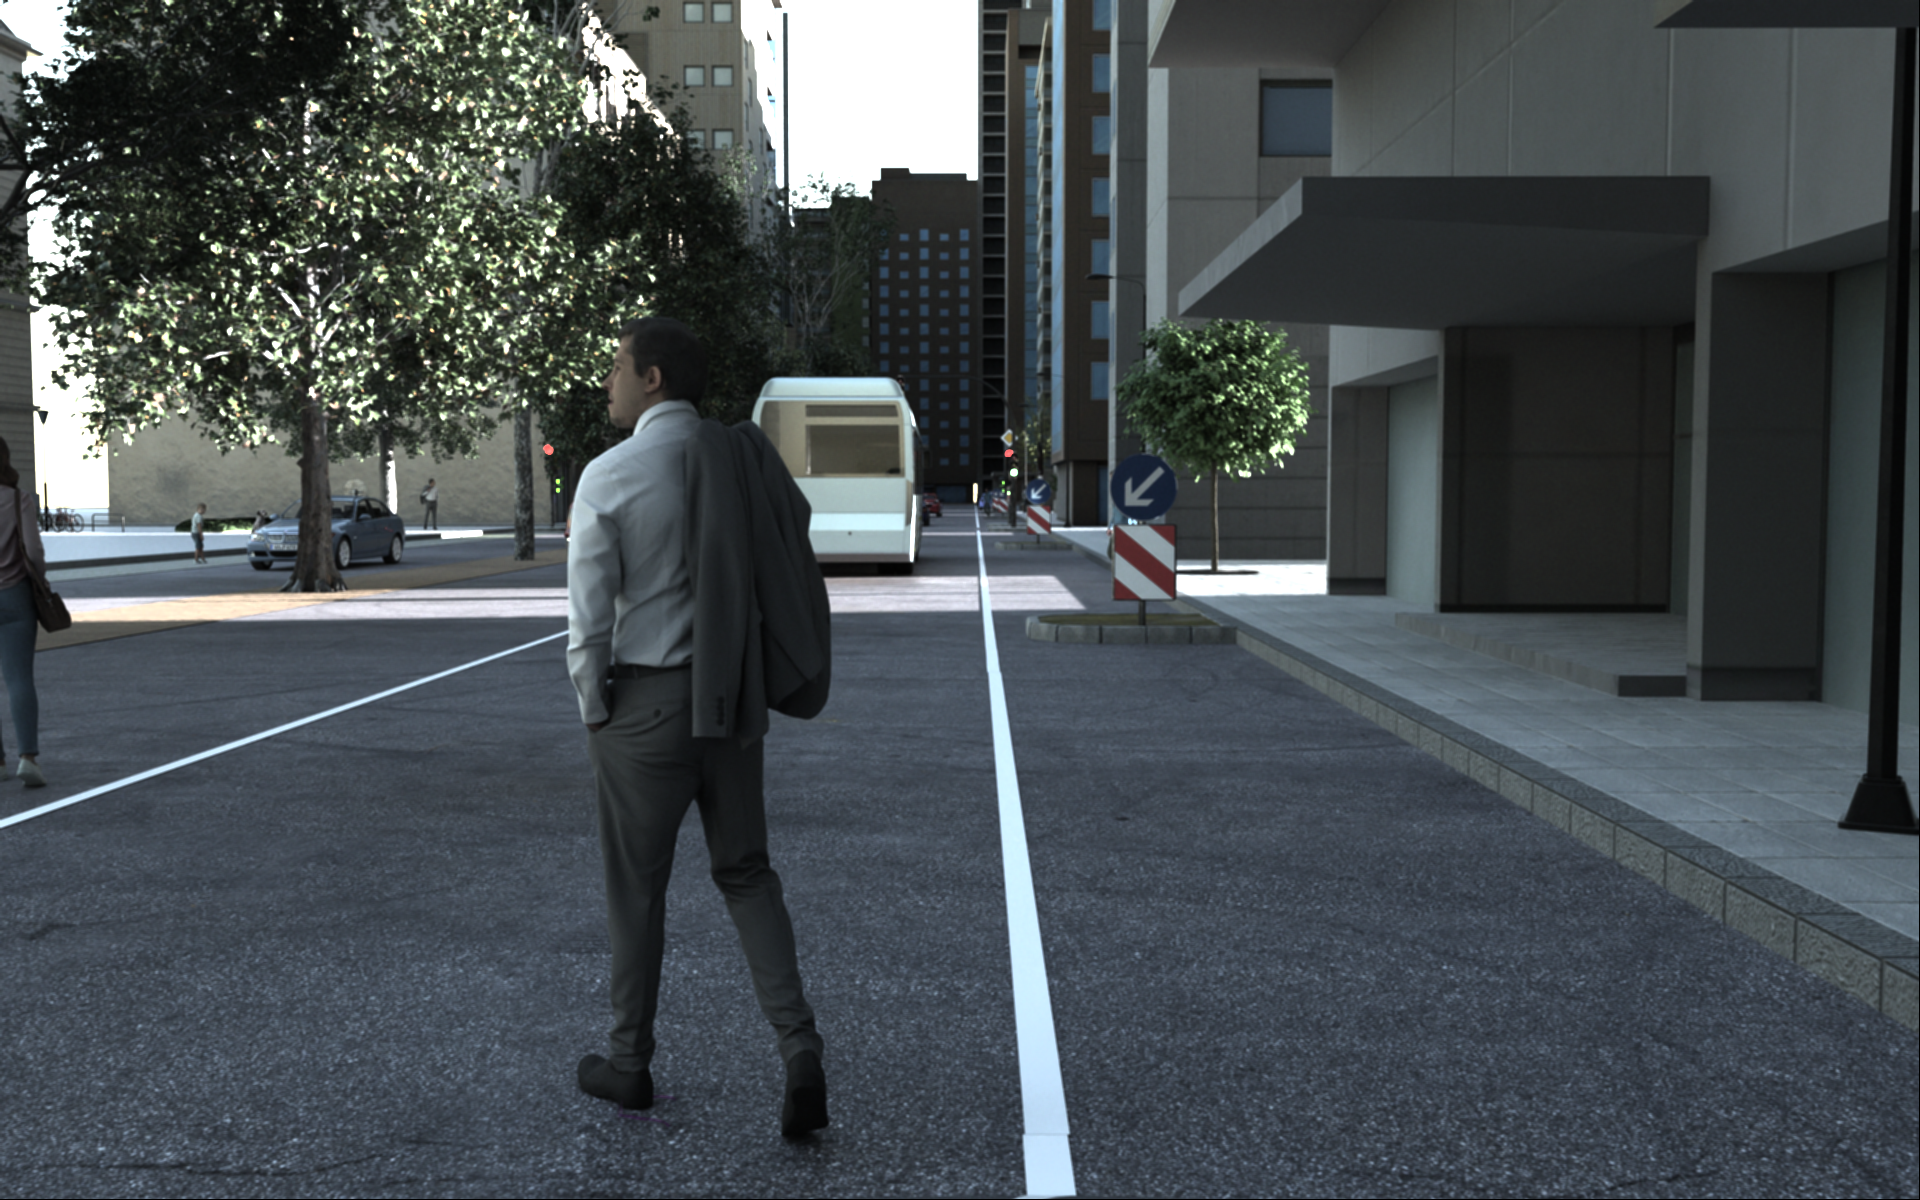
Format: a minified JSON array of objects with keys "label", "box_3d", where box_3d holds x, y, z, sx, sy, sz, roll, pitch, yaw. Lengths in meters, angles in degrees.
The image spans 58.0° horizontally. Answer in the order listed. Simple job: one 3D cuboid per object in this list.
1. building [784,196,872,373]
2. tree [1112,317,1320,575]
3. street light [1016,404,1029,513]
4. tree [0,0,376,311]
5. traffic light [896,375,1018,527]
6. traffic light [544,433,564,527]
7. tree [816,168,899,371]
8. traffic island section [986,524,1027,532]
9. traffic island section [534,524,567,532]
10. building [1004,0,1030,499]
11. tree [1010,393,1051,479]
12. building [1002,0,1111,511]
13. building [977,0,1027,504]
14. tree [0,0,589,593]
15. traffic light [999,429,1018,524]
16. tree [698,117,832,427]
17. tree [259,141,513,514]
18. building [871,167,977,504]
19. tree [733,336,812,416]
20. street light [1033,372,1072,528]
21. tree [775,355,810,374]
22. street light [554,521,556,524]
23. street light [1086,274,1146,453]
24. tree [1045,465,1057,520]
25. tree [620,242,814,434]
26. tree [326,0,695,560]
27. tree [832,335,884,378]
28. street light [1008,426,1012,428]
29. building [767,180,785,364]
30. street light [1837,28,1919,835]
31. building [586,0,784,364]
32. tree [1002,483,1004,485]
[{"label":"building","box_3d":[-18.900,-34.029,239.965,14.086,41.232,14.154,0,4,0]},{"label":"tree","box_3d":[4.132,-2.714,28.093,4.285,4.588,4.351,0,3,0]},{"label":"street light","box_3d":[3.688,-7.154,89.514,1.470,5.913,1.316,0,4,0]},{"label":"tree","box_3d":[-9.532,-4.877,16.601,8.767,10.594,7.601,0,4,0]},{"label":"traffic light","box_3d":[-0.053,-5.613,66.445,4.771,5.953,1.251,0,4,0]},{"label":"traffic light","box_3d":[-15.721,-4.757,66.699,0.839,4.253,0.868,0,4,0]},{"label":"tree","box_3d":[-9.998,-14.401,93.795,12.611,20.169,13.585,0,3,0]},{"label":"traffic island section","box_3d":[2.079,-2.716,66.683,2.009,0.180,2.903,0,4,0]},{"label":"traffic island section","box_3d":[-15.761,-2.725,66.834,2.009,0.180,2.903,0,4,0]},{"label":"building","box_3d":[16.362,-53.888,193.743,22.319,86.520,31.000,0,4,0]},{"label":"tree","box_3d":[5.520,-10.571,123.190,4.737,8.622,4.395,0,3,0]},{"label":"building","box_3d":[11.135,-31.090,158.425,14.600,45.320,14.200,0,4,0]},{"label":"building","box_3d":[12.675,-49.164,242.084,20.611,71.187,20.563,0,4,0]},{"label":"tree","box_3d":[-9.467,-6.469,25.226,9.611,12.733,9.660,0,3,0]},{"label":"traffic light","box_3d":[2.105,-5.238,74.554,0.839,4.253,0.868,0,4,0]},{"label":"tree","box_3d":[-8.963,-7.927,49.065,9.611,12.733,9.660,0,3,0]},{"label":"tree","box_3d":[-18.874,-9.156,56.362,9.857,13.997,8.962,0,3,0]},{"label":"building","box_3d":[-4.755,-36.080,240.022,14.200,45.320,14.600,0,4,0]},{"label":"tree","box_3d":[-8.575,-7.824,80.738,4.360,8.622,3.978,0,3,0]},{"label":"street light","box_3d":[3.592,-5.734,66.292,1.470,5.913,1.316,0,4,0]},{"label":"tree","box_3d":[-8.458,-8.108,85.377,4.737,8.622,4.395,0,3,0]},{"label":"street light","box_3d":[-17.089,-6.241,74.587,1.470,5.913,1.316,0,4,0]},{"label":"street light","box_3d":[3.349,-3.921,36.645,1.470,5.913,1.316,0,4,0]},{"label":"tree","box_3d":[5.381,-5.682,87.506,1.663,3.219,1.824,0,3,0]},{"label":"tree","box_3d":[-9.065,-7.521,59.844,8.767,10.594,7.601,0,4,0]},{"label":"tree","box_3d":[-10.612,-10.967,37.660,12.611,20.169,13.585,0,3,0]},{"label":"tree","box_3d":[-8.863,-12.477,123.468,9.611,12.733,9.660,0,3,0]},{"label":"street light","box_3d":[3.959,-8.952,118.911,1.470,5.913,1.316,0,4,0]},{"label":"building","box_3d":[-32.663,-30.414,189.149,32.217,40.220,23.993,0,4,0]},{"label":"street light","box_3d":[3.014,-2.078,6.521,1.470,5.913,1.316,0,4,0]},{"label":"building","box_3d":[-32.027,-35.088,162.920,28.713,52.752,27.495,0,4,0]},{"label":"tree","box_3d":[5.411,-13.416,213.957,1.663,3.219,1.824,0,3,0]}]
